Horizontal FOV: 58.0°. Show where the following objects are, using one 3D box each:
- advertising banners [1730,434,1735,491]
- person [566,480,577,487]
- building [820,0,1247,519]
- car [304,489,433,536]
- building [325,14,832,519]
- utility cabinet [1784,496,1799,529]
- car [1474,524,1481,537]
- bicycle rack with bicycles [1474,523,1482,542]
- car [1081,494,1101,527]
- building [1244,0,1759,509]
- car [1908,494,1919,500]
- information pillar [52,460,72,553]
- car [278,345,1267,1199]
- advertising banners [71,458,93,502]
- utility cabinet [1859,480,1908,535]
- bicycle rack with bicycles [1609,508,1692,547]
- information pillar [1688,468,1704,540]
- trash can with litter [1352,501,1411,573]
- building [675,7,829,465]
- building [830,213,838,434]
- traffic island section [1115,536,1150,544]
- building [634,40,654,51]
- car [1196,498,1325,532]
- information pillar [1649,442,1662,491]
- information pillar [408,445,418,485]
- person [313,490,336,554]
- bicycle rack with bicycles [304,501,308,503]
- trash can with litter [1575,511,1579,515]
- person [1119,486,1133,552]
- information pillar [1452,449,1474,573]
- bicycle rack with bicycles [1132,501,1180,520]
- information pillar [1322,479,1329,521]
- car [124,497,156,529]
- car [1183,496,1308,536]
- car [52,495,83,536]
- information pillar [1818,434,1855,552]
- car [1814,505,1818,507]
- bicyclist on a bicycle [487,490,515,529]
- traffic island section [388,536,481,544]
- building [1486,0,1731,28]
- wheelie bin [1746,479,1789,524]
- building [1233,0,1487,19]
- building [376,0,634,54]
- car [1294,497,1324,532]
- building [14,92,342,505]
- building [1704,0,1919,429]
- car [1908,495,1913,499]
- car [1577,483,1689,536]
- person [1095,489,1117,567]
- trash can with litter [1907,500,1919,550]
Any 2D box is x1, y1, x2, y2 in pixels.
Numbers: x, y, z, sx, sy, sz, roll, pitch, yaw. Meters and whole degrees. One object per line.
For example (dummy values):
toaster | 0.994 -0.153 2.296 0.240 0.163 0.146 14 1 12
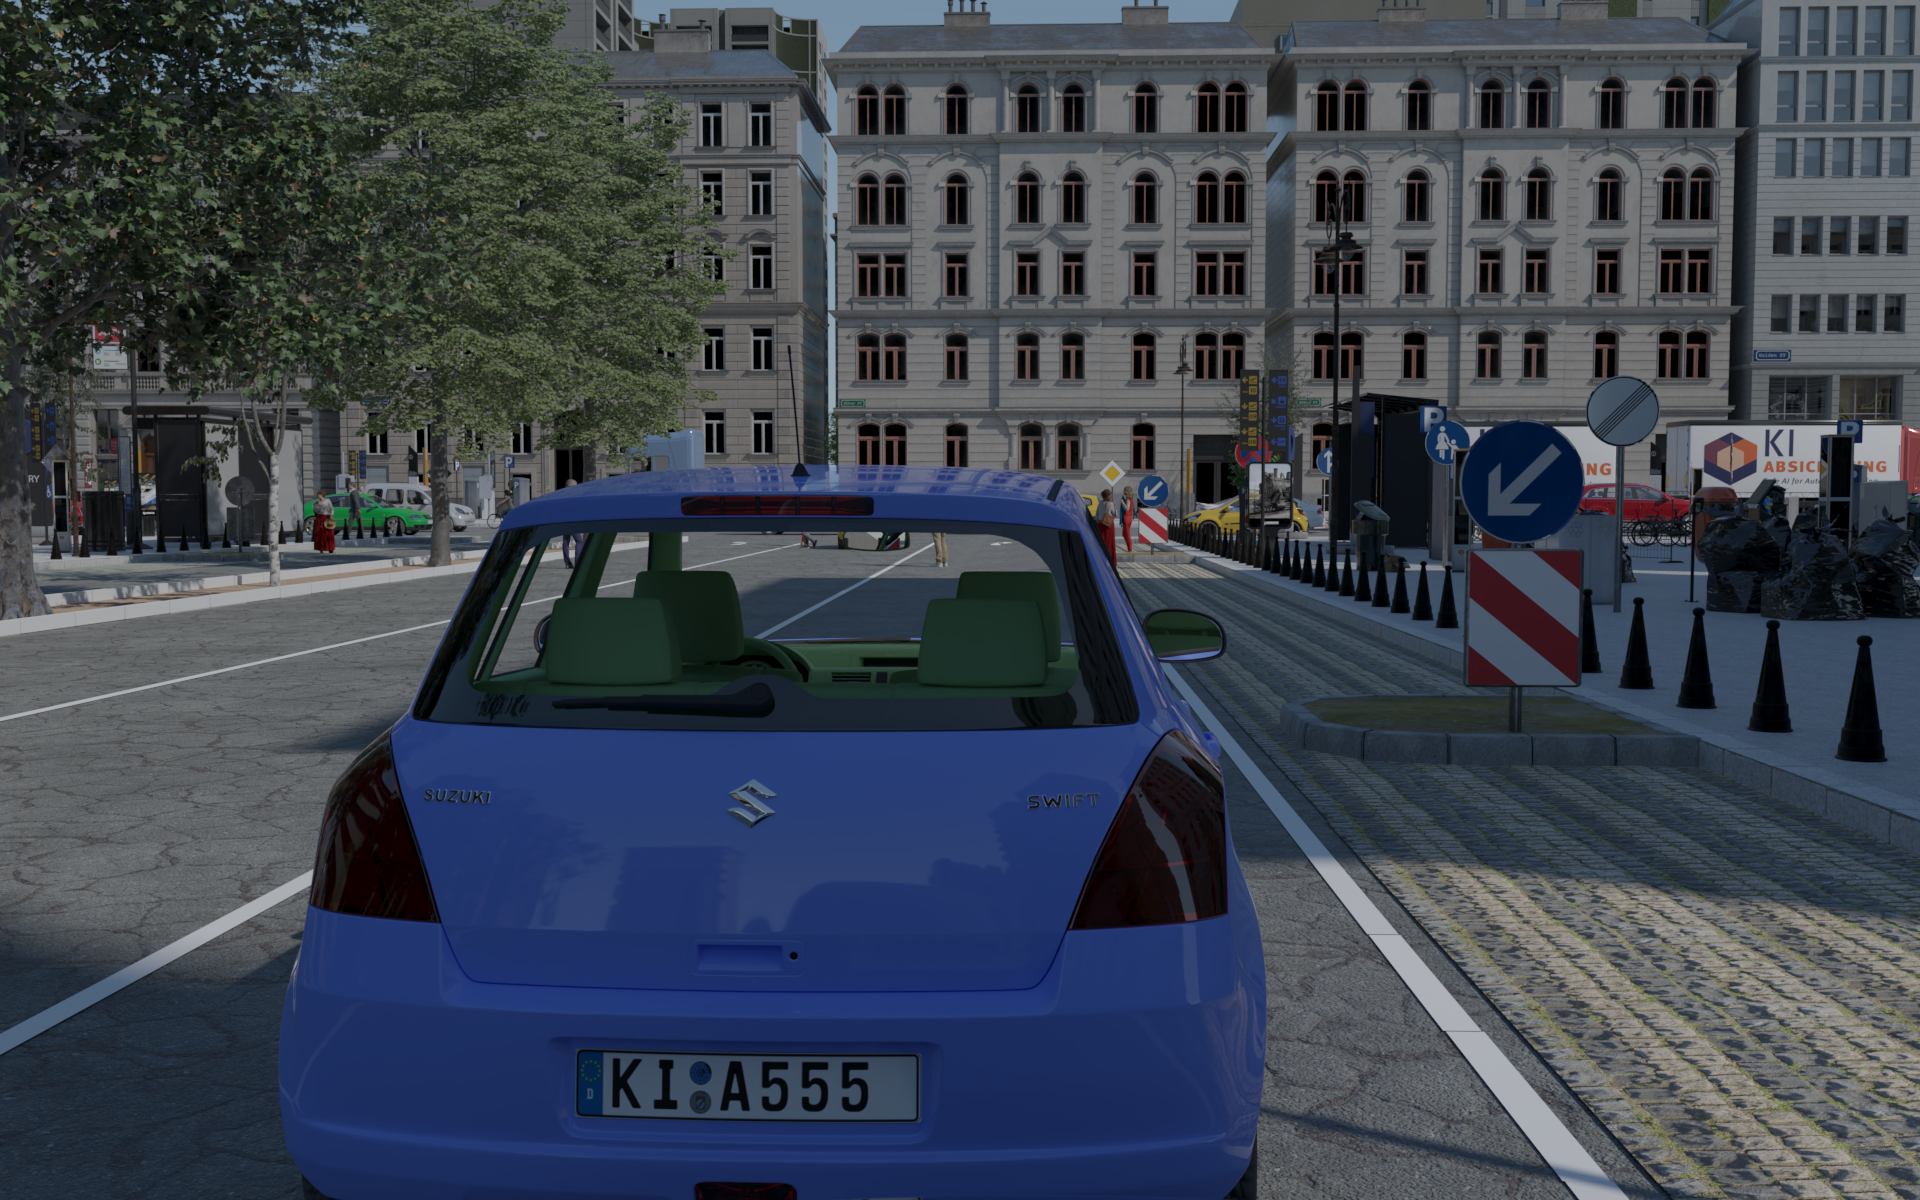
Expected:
advertising banners | 22.323 -3.295 50.054 0.090 3.025 2.074 1 4 21
person | -7.442 -1.457 33.259 0.436 1.711 0.756 -2 4 -31
building | 4.904 -18.841 95.433 23.554 28.519 14.401 0 4 2
car | -20.467 -3.089 59.299 4.718 1.807 1.959 0 4 1
building | -20.199 -18.228 95.291 25.104 27.353 12.463 0 4 2
utility cabinet | 23.214 -2.294 48.664 0.306 1.237 1.020 0 4 7
car | 17.912 -2.859 55.785 4.494 1.783 2.155 0 4 1
bicycle rack with bicycles | 14.399 -2.078 47.356 2.925 0.926 2.852 0 4 0
car | 3.611 -3.305 64.262 3.980 1.641 2.015 0 4 2
building | 28.438 -18.780 94.446 23.554 28.519 14.401 0 4 2
car | 30.892 -2.783 55.086 3.694 1.707 1.945 0 4 3
information pillar | -19.590 -2.036 37.779 0.304 2.012 0.304 -1 4 -19
car | -0.249 0.314 4.463 1.945 1.707 3.694 0 4 2
advertising banners | -42.767 -5.353 83.710 0.090 3.025 2.074 2 4 28
utility cabinet | 15.037 -1.198 28.261 0.318 1.500 1.173 0 4 7
bicycle rack with bicycles | 17.384 -1.795 42.725 2.925 0.926 2.852 3 5 40
information pillar | 20.680 -2.702 48.669 0.304 2.012 0.304 1 4 12
trash can with litter | 7.024 -1.061 28.742 0.624 1.170 1.055 -2 4 -35
building | -31.063 -50.169 258.514 20.611 71.187 20.563 0 4 2
building | -5.864 -36.974 259.150 28.867 44.769 22.147 0 4 2
traffic island section | 4.486 -1.747 50.851 2.009 0.180 2.903 0 4 2
building | -38.299 -34.421 186.485 21.600 48.544 21.300 0 4 2
car | 11.194 -3.198 64.656 4.827 1.381 2.083 0 4 1
information pillar | 30.625 -5.197 76.326 0.504 3.616 0.183 1 4 21
information pillar | -26.179 -5.602 82.943 0.504 3.616 0.183 1 4 15
person | -15.215 -1.865 41.468 0.523 1.526 0.387 -1 4 -10
bicycle rack with bicycles | -45.777 -6.806 124.665 2.925 0.926 2.852 -3 5 -45
trash can with litter | 42.227 -6.549 118.465 0.624 1.170 1.055 -1 4 -12
person | 3.891 -1.857 40.570 0.444 1.614 0.593 3 5 40
information pillar | 8.230 -1.457 28.315 0.304 2.012 0.304 2 4 25
bicycle rack with bicycles | 9.463 -4.364 84.728 2.925 0.926 2.852 -1 4 -17
information pillar | 17.438 -4.775 82.559 0.304 2.012 0.304 -1 4 -10
car | -32.862 -3.403 68.218 3.894 1.354 1.945 0 4 2
car | 9.010 -2.741 55.044 3.980 1.641 2.015 0 4 2
car | -31.651 -3.009 57.874 5.304 1.827 2.281 0 4 2
information pillar | 10.814 -1.034 21.402 0.304 2.012 0.304 0 4 7
car | 33.071 -3.068 61.962 4.920 1.459 2.131 0 4 3
bicyclist on a bicycle | -18.733 -3.756 71.436 1.625 1.676 1.499 0 4 1
traffic island section | -15.541 -1.795 51.621 2.009 0.180 2.903 0 4 2
building | 65.442 -39.141 181.950 28.212 58.520 21.231 0 4 2
wheelie bin | 17.159 -1.768 36.807 0.693 1.594 0.980 0 4 3
building | 35.627 -32.920 161.949 21.300 48.544 21.600 0 4 2
building | -37.776 -43.747 153.518 20.563 71.187 20.611 0 4 2
car | 10.835 -3.090 62.527 4.499 1.417 2.014 0 4 3
building | -43.059 -16.383 96.736 19.941 23.489 11.050 0 4 2
building | 55.047 -19.241 92.075 29.804 29.767 11.434 0 4 2
car | 31.234 -2.903 59.256 4.920 1.459 2.131 0 4 2
car | 23.075 -3.099 59.336 5.304 1.827 2.281 0 4 4
person | 2.690 -1.290 32.057 0.387 1.526 0.523 -2 4 -35
trash can with litter | 19.558 -1.447 35.042 0.624 1.170 1.055 0 4 -5
